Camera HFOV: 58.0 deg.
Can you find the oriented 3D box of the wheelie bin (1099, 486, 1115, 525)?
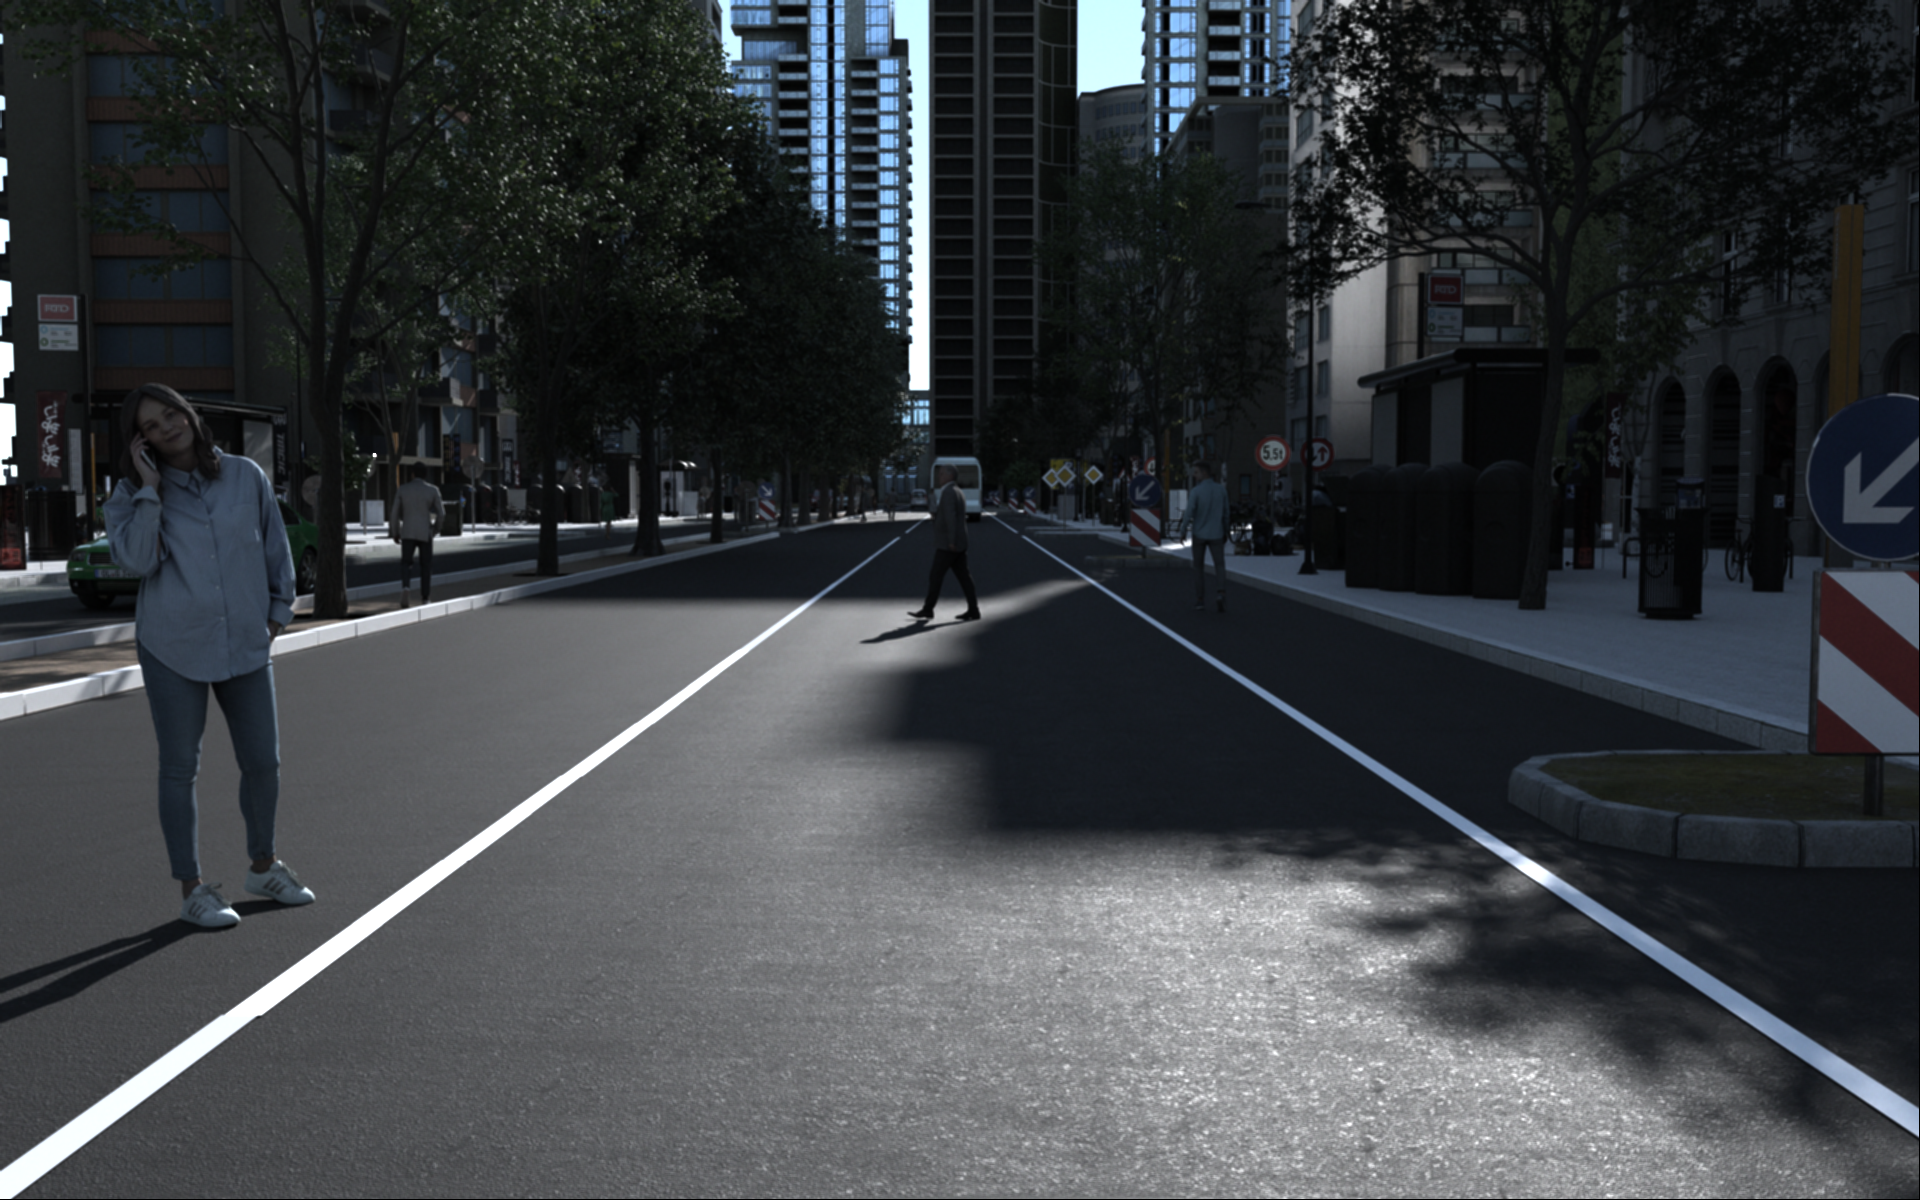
[{"bbox_3d":[6.187,-3.901,71.684,0.980,1.594,0.693,-1,4,-17],"label":"wheelie bin"}]

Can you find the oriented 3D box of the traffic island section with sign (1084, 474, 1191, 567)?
[{"bbox_3d":[3.531,-1.605,34.865,1.989,1.847,2.006,0,3,0],"label":"traffic island section with sign"}]

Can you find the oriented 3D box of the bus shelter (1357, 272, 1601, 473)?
[{"bbox_3d":[8.129,-3.151,29.149,2.179,5.291,8.768,0,3,0],"label":"bus shelter"}]

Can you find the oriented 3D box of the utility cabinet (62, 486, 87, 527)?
[{"bbox_3d":[-23.191,-2.245,45.390,0.318,1.500,1.173,-3,5,-40],"label":"utility cabinet"}]

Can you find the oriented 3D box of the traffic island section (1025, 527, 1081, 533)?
[{"bbox_3d":[3.493,-2.646,65.541,2.009,0.180,2.903,0,3,0],"label":"traffic island section"}]

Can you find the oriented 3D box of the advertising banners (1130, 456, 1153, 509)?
[{"bbox_3d":[8.639,-5.079,79.229,2.074,3.025,0.090,-2,4,-26],"label":"advertising banners"}]

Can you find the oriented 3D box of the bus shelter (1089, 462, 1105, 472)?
[{"bbox_3d":[8.405,-7.163,111.041,2.014,3.302,5.546,0,3,0],"label":"bus shelter"}]

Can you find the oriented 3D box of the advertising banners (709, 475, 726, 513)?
[{"bbox_3d":[-16.832,-7.429,117.656,2.074,3.025,0.090,0,4,1],"label":"advertising banners"}]

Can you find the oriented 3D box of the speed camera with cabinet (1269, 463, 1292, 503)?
[{"bbox_3d":[17.579,-6.159,95.043,0.660,3.252,2.038,-1,4,-11],"label":"speed camera with cabinet"}]

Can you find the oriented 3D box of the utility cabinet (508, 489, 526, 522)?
[{"bbox_3d":[-20.447,-4.318,79.276,1.173,1.500,0.318,-1,4,-11],"label":"utility cabinet"}]

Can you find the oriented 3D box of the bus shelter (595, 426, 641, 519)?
[{"bbox_3d":[-17.679,-6.836,89.394,2.179,5.291,8.768,0,3,0],"label":"bus shelter"}]

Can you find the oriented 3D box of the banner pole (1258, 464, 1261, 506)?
[{"bbox_3d":[16.904,-6.592,97.802,0.401,3.779,0.863,0,4,-3],"label":"banner pole"}]

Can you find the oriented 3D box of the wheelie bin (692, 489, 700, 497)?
[{"bbox_3d":[-16.669,-6.244,109.993,0.980,1.594,0.693,-1,4,-11],"label":"wheelie bin"}]

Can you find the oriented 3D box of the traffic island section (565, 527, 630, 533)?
[{"bbox_3d":[-13.648,-2.645,65.532,2.009,0.180,2.903,0,3,0],"label":"traffic island section"}]

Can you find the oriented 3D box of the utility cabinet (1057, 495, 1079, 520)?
[{"bbox_3d":[5.340,-4.567,85.835,1.020,1.237,0.306,-1,4,-15],"label":"utility cabinet"}]

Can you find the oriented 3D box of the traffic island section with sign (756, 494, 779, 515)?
[{"bbox_3d":[-13.360,-6.665,117.595,1.989,1.847,2.006,0,3,0],"label":"traffic island section with sign"}]

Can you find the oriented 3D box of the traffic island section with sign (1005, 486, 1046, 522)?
[{"bbox_3d":[3.486,-4.985,90.140,1.989,1.847,2.006,0,3,0],"label":"traffic island section with sign"}]

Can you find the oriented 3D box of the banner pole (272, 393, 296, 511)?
[{"bbox_3d":[-16.787,-3.251,43.167,0.863,3.779,0.401,1,4,21],"label":"banner pole"}]

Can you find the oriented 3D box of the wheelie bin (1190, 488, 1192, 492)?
[{"bbox_3d":[11.747,-4.746,85.497,0.980,1.594,0.693,1,4,20],"label":"wheelie bin"}]

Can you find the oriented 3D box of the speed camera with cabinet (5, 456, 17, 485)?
[{"bbox_3d":[-48.997,-5.801,89.178,0.660,3.252,2.038,0,4,-7],"label":"speed camera with cabinet"}]

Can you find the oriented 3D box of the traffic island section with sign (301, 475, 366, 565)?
[{"bbox_3d":[-13.294,-1.636,35.382,1.989,1.847,2.006,0,3,0],"label":"traffic island section with sign"}]

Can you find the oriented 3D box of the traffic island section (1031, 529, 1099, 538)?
[{"bbox_3d":[3.500,-2.158,57.556,2.009,0.180,2.903,0,3,0],"label":"traffic island section"}]

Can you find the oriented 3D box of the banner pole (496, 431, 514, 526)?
[{"bbox_3d":[-18.125,-4.823,68.871,0.863,3.779,0.401,-3,4,-37],"label":"banner pole"}]

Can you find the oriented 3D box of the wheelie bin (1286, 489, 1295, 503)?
[{"bbox_3d":[18.877,-5.534,98.391,0.693,1.594,0.980,1,4,11],"label":"wheelie bin"}]

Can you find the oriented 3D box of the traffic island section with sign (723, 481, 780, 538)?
[{"bbox_3d":[-7.193,-3.037,57.786,2.006,1.907,1.989,0,3,0],"label":"traffic island section with sign"}]

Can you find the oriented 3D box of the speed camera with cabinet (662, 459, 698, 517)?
[{"bbox_3d":[-15.996,-6.398,98.951,2.038,3.252,0.660,-3,4,-37],"label":"speed camera with cabinet"}]

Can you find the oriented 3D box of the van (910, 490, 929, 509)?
[{"bbox_3d":[-3.847,-9.689,165.423,2.013,2.044,4.112,0,4,1],"label":"van"}]

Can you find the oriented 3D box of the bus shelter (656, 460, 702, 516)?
[{"bbox_3d":[-16.949,-6.747,104.242,2.014,3.302,5.546,0,3,0],"label":"bus shelter"}]

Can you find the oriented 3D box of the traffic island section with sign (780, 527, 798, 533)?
[{"bbox_3d":[-7.189,-3.490,65.193,2.006,1.907,1.989,0,3,0],"label":"traffic island section with sign"}]

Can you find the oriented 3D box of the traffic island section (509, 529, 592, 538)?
[{"bbox_3d":[-13.642,-2.157,57.547,2.009,0.180,2.903,0,3,0],"label":"traffic island section"}]

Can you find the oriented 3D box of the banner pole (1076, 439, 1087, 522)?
[{"bbox_3d":[5.533,-5.477,79.564,0.401,3.779,0.863,-2,4,-28],"label":"banner pole"}]

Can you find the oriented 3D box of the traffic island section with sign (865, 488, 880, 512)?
[{"bbox_3d":[-7.261,-8.085,140.332,2.006,1.907,1.989,0,3,0],"label":"traffic island section with sign"}]

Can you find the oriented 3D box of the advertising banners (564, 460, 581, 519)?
[{"bbox_3d":[-20.011,-5.575,87.335,2.074,3.025,0.090,0,4,-8],"label":"advertising banners"}]

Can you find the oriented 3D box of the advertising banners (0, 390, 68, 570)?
[{"bbox_3d":[-16.059,-2.017,29.173,2.074,3.025,0.090,0,4,-4],"label":"advertising banners"}]

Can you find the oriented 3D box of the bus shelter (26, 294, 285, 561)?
[{"bbox_3d":[-17.385,-3.660,37.476,2.179,5.291,8.768,0,3,0],"label":"bus shelter"}]

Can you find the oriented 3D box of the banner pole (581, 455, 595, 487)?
[{"bbox_3d":[-17.964,-5.713,83.423,0.863,3.779,0.401,-1,4,-22],"label":"banner pole"}]

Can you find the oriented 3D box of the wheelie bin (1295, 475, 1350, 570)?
[{"bbox_3d":[6.338,-1.316,29.428,0.980,1.594,0.693,-2,4,-35],"label":"wheelie bin"}]

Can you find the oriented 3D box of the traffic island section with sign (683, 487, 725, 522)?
[{"bbox_3d":[-13.353,-5.016,90.639,1.989,1.847,2.006,0,3,0],"label":"traffic island section with sign"}]

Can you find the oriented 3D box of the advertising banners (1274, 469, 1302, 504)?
[{"bbox_3d":[19.110,-6.376,100.439,2.074,3.025,0.090,1,4,9],"label":"advertising banners"}]

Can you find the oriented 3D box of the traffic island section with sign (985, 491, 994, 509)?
[{"bbox_3d":[3.421,-9.742,167.915,1.989,1.847,2.006,0,3,0],"label":"traffic island section with sign"}]

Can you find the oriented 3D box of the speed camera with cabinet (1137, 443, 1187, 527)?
[{"bbox_3d":[7.851,-4.458,67.217,2.038,3.252,0.660,3,5,44],"label":"speed camera with cabinet"}]

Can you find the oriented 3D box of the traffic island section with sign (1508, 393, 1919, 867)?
[{"bbox_3d":[3.548,0.063,7.594,1.989,1.847,2.006,0,3,0],"label":"traffic island section with sign"}]

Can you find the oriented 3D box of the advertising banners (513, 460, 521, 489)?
[{"bbox_3d":[-22.613,-5.773,90.577,0.090,3.025,2.074,2,4,30],"label":"advertising banners"}]

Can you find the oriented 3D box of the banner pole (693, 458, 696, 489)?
[{"bbox_3d":[-18.303,-7.904,119.253,0.401,3.779,0.863,0,4,6],"label":"banner pole"}]

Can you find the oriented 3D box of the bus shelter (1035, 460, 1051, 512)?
[{"bbox_3d":[6.268,-7.926,120.879,1.731,3.624,6.357,0,3,0],"label":"bus shelter"}]

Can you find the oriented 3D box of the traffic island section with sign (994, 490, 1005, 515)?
[{"bbox_3d":[3.457,-6.634,117.095,1.989,1.847,2.006,0,3,0],"label":"traffic island section with sign"}]

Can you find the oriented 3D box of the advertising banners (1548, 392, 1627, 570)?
[{"bbox_3d":[10.620,-2.035,29.466,2.074,3.025,0.090,-2,4,-29],"label":"advertising banners"}]

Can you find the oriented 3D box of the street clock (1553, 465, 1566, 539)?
[{"bbox_3d":[15.148,-2.381,43.503,0.471,2.002,0.358,2,4,30],"label":"street clock"}]

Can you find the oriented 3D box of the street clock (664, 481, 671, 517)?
[{"bbox_3d":[-16.495,-5.698,97.729,0.358,2.002,0.471,-2,4,-29],"label":"street clock"}]

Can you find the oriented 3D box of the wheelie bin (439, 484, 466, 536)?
[{"bbox_3d":[-15.554,-2.751,52.885,0.980,1.594,0.693,0,4,-4],"label":"wheelie bin"}]
